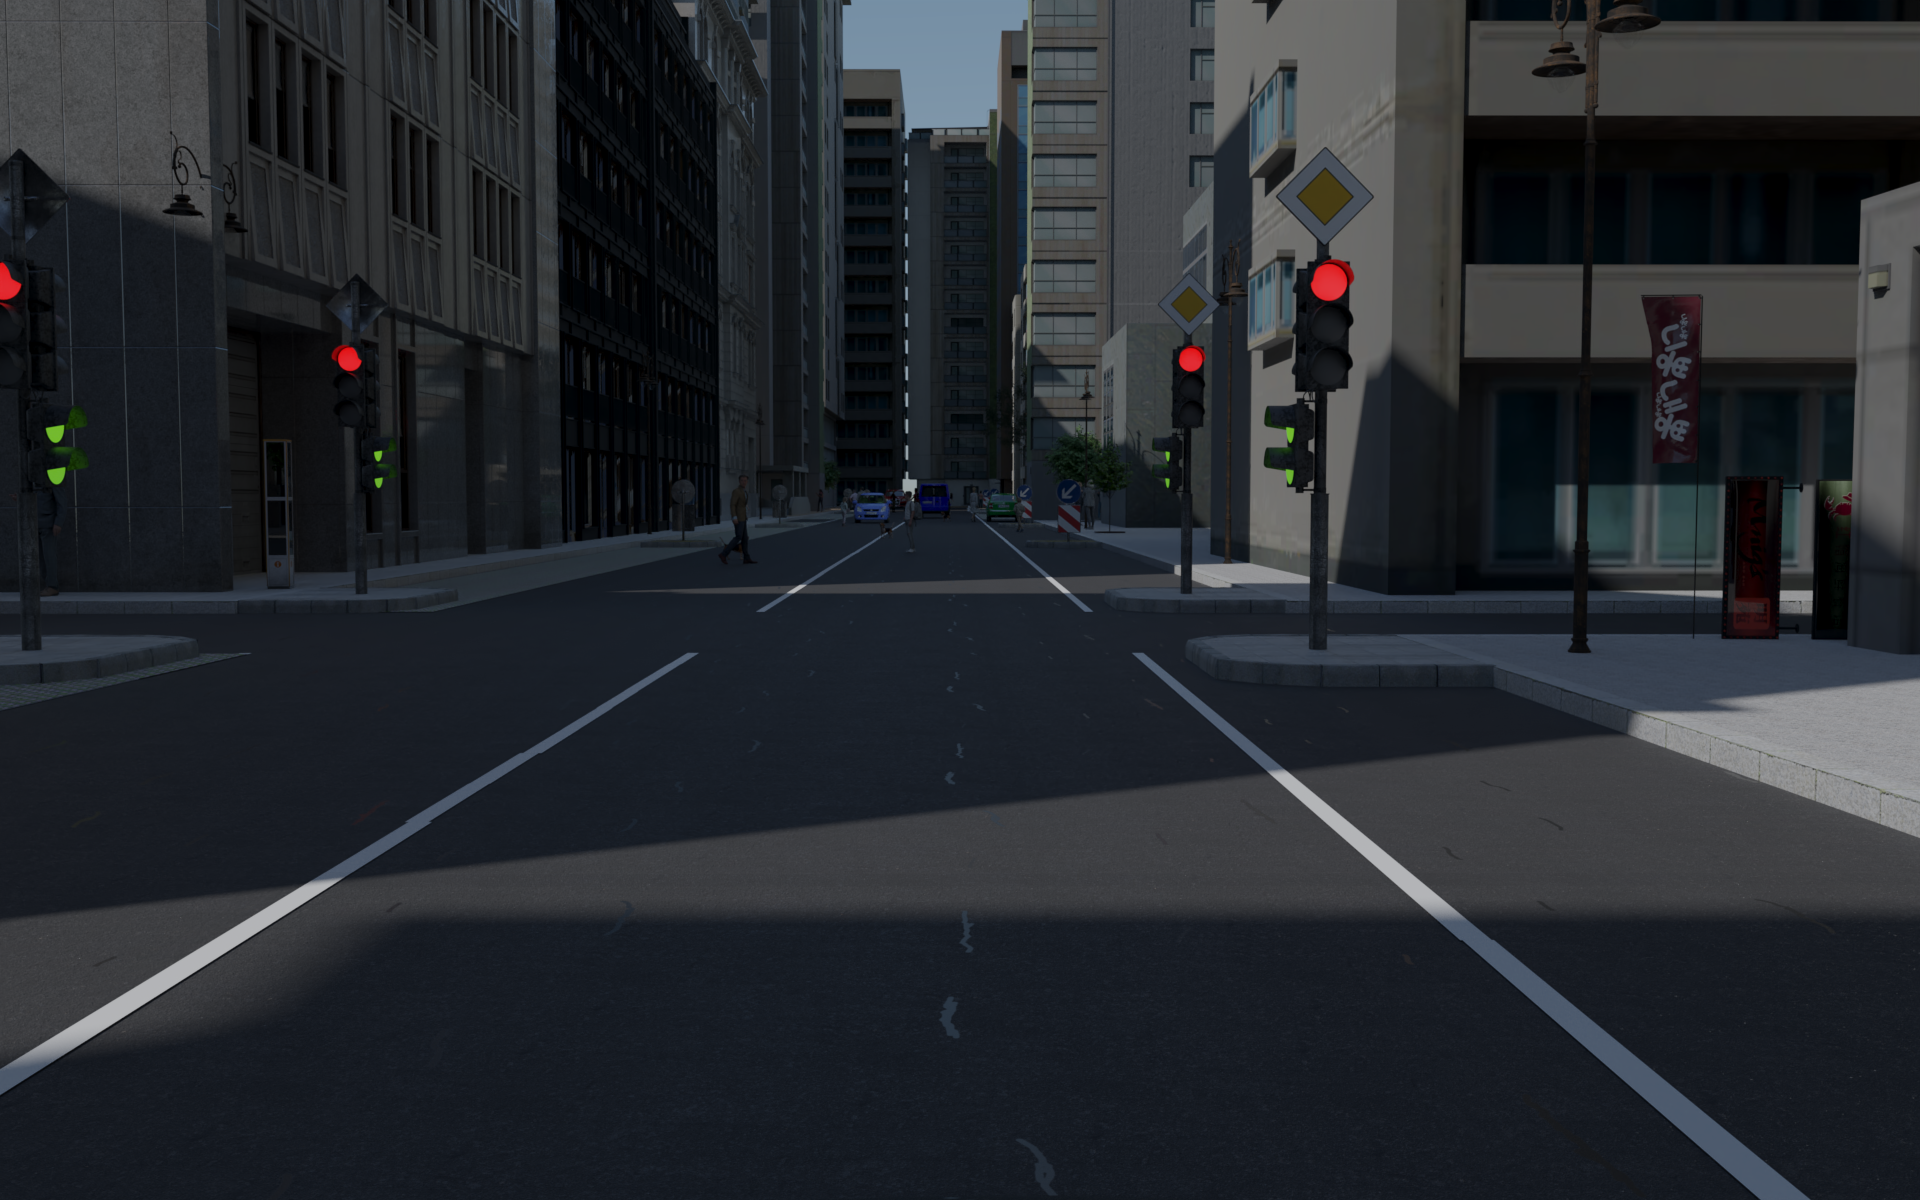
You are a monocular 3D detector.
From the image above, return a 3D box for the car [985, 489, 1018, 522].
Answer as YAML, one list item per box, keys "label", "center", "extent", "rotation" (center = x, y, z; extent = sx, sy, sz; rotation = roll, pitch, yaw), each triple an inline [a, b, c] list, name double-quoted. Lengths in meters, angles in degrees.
- label: "car"
  center: [2.279, -5.024, 90.938]
  extent: [1.959, 1.807, 4.718]
  rotation: [0, 4, 1]

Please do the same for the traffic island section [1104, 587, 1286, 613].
- label: "traffic island section"
  center: [2.935, -0.001, 22.305]
  extent: [2.009, 0.180, 2.903]
  rotation: [0, 4, 0]

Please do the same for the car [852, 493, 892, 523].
- label: "car"
  center: [-4.371, -4.689, 86.259]
  extent: [1.945, 1.707, 3.694]
  rotation: [0, 4, -1]

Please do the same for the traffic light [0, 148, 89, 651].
- label: "traffic light"
  center: [-7.621, -1.542, 14.130]
  extent: [0.839, 4.253, 0.868]
  rotation: [0, 4, 0]

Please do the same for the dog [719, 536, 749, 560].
- label: "dog"
  center: [-4.929, -1.135, 37.852]
  extent: [0.540, 0.507, 0.406]
  rotation: [-2, 4, -32]

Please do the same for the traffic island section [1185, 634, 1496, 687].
- label: "traffic island section"
  center: [2.981, 0.487, 14.320]
  extent: [2.009, 0.180, 2.903]
  rotation: [0, 4, 0]

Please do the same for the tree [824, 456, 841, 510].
- label: "tree"
  center: [-11.372, -9.736, 142.901]
  extent: [4.285, 4.588, 4.351]
  rotation: [0, 3, 0]

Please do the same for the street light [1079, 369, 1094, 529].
- label: "street light"
  center: [4.681, -5.589, 64.163]
  extent: [0.468, 5.910, 1.993]
  rotation: [0, 4, 0]

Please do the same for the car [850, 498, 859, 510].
- label: "car"
  center: [-8.264, -7.827, 137.762]
  extent: [2.009, 1.686, 4.222]
  rotation: [0, 4, 0]

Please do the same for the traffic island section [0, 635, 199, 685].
- label: "traffic island section"
  center: [-7.661, 0.490, 14.264]
  extent: [2.009, 0.180, 2.903]
  rotation: [0, 4, 0]

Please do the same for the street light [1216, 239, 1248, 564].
- label: "street light"
  center: [4.922, -3.600, 31.643]
  extent: [0.468, 5.910, 1.993]
  rotation: [0, 4, 0]

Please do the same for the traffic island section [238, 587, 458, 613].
- label: "traffic island section"
  center: [-7.706, 0.002, 22.249]
  extent: [2.009, 0.180, 2.903]
  rotation: [0, 4, 0]

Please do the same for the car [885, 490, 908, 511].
- label: "car"
  center: [-5.405, -8.320, 144.699]
  extent: [2.281, 1.827, 5.304]
  rotation: [0, 4, -1]

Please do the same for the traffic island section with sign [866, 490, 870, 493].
- label: "traffic island section with sign"
  center: [-8.107, -8.761, 151.872]
  extent: [1.989, 1.847, 2.006]
  rotation: [0, 4, 0]

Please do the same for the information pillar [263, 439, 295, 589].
- label: "information pillar"
  center: [-9.212, -1.158, 23.430]
  extent: [0.304, 2.012, 0.304]
  rotation: [-1, 4, -9]

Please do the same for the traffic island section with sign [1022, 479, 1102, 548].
- label: "traffic island section with sign"
  center: [2.796, -2.347, 47.005]
  extent: [1.989, 1.847, 2.006]
  rotation: [0, 4, 0]

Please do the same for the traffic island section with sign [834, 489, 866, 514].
- label: "traffic island section with sign"
  center: [-7.963, -7.058, 124.025]
  extent: [1.989, 1.847, 2.006]
  rotation: [0, 4, 0]

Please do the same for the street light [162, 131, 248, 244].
- label: "street light"
  center: [-9.768, -3.045, 22.579]
  extent: [0.468, 5.910, 1.993]
  rotation: [0, 4, 0]

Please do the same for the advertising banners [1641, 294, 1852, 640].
- label: "advertising banners"
  center: [7.012, -1.164, 15.212]
  extent: [2.074, 3.025, 0.090]
  rotation: [0, 4, 5]

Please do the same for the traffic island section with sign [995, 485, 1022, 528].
- label: "traffic island section with sign"
  center: [2.642, -4.038, 74.652]
  extent: [1.989, 1.847, 2.006]
  rotation: [0, 4, 0]

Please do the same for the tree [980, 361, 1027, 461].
- label: "tree"
  center: [5.135, -10.266, 102.268]
  extent: [8.767, 10.594, 7.601]
  rotation: [1, 4, 12]

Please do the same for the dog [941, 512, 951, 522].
- label: "dog"
  center: [-0.713, -4.327, 90.030]
  extent: [0.540, 0.507, 0.406]
  rotation: [0, 4, -2]

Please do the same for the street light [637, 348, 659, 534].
- label: "street light"
  center: [-9.905, -5.034, 55.099]
  extent: [0.468, 5.910, 1.993]
  rotation: [0, 4, 0]

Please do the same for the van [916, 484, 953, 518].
- label: "van"
  center: [-1.535, -6.089, 103.945]
  extent: [2.240, 2.365, 5.245]
  rotation: [0, 4, -1]

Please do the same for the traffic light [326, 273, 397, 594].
- label: "traffic light"
  center: [-7.666, -2.030, 22.115]
  extent: [0.839, 4.253, 0.868]
  rotation: [0, 4, 0]

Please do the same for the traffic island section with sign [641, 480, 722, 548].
- label: "traffic island section with sign"
  center: [-7.519, -2.346, 46.991]
  extent: [1.989, 1.847, 2.006]
  rotation: [0, 4, 0]

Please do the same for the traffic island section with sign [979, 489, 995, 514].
- label: "traffic island section with sign"
  center: [2.360, -7.103, 124.767]
  extent: [1.989, 1.847, 2.006]
  rotation: [0, 4, 0]

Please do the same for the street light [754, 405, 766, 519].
- label: "street light"
  center: [-10.125, -7.035, 87.816]
  extent: [0.468, 5.910, 1.993]
  rotation: [0, 4, 0]

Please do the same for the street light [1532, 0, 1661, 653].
- label: "street light"
  center: [5.018, -2.512, 13.853]
  extent: [0.468, 5.910, 1.993]
  rotation: [0, 4, 0]

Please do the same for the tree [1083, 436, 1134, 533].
- label: "tree"
  center: [4.806, -3.809, 56.881]
  extent: [1.663, 3.219, 1.824]
  rotation: [0, 3, 0]

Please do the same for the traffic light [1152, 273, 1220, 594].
- label: "traffic light"
  center: [2.895, -2.035, 22.190]
  extent: [0.839, 4.253, 0.868]
  rotation: [0, 4, 0]

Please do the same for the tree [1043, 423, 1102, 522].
- label: "tree"
  center: [5.487, -5.909, 80.321]
  extent: [4.285, 4.588, 4.351]
  rotation: [0, 3, 0]

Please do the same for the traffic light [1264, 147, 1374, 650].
- label: "traffic light"
  center: [2.940, -1.546, 14.205]
  extent: [0.839, 4.253, 0.868]
  rotation: [0, 4, 0]

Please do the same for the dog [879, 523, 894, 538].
- label: "dog"
  center: [-2.372, -2.248, 56.045]
  extent: [0.406, 0.507, 0.540]
  rotation: [0, 4, 6]

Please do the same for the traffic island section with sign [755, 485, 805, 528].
- label: "traffic island section with sign"
  center: [-7.667, -3.995, 73.945]
  extent: [1.989, 1.847, 2.006]
  rotation: [0, 4, 0]
